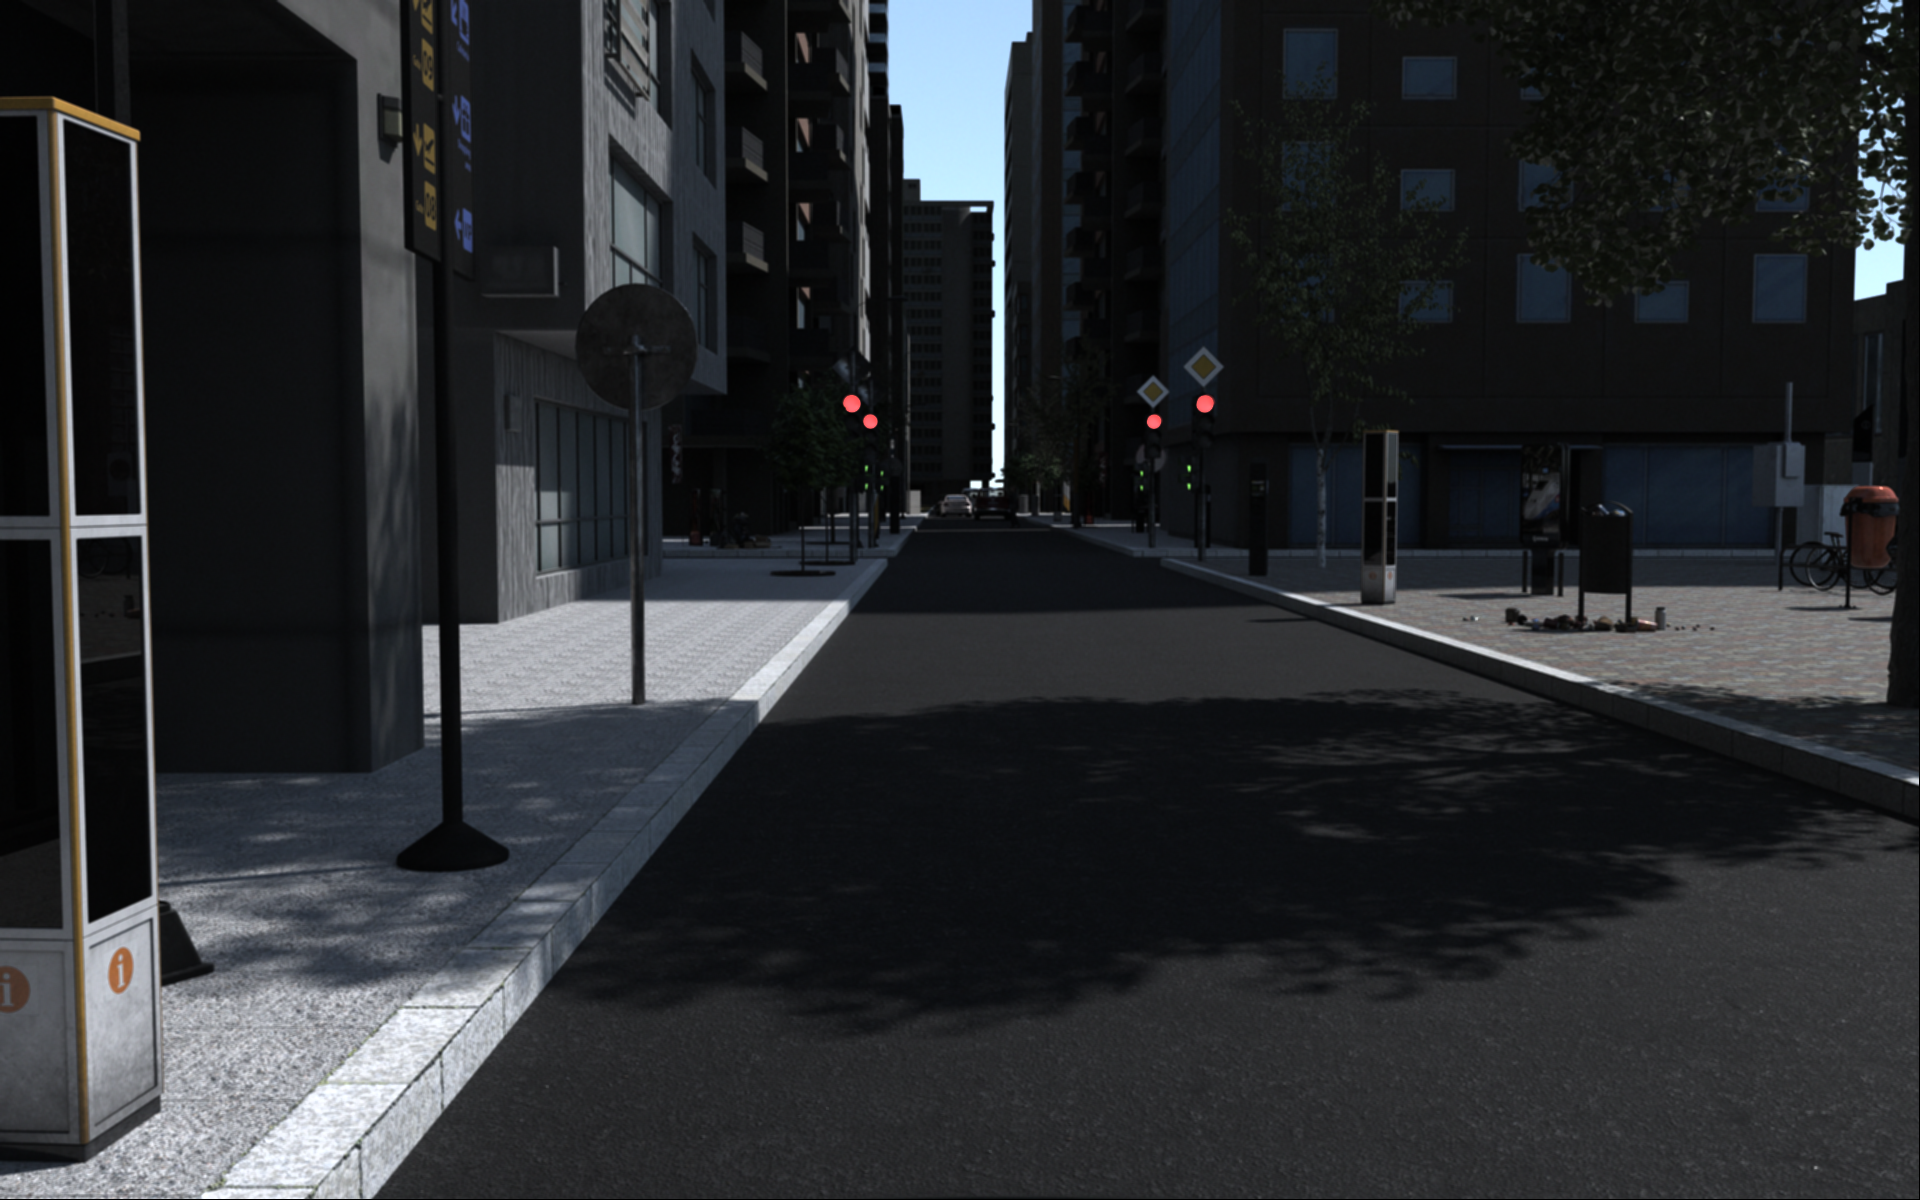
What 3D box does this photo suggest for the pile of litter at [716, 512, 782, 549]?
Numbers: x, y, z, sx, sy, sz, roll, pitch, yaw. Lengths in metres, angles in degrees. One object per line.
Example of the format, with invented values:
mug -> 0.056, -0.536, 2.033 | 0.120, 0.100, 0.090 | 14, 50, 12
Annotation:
pile of litter -> -4.972, -1.641, 40.802 | 1.719, 0.858, 1.176 | -2, 4, -24

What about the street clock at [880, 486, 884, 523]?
street clock -> -3.622, -4.500, 78.148 | 0.471, 2.002, 0.358 | 0, 4, 1

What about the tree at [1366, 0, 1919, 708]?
tree -> 5.460, -5.635, 10.258 | 7.486, 12.596, 7.792 | 0, 3, 0

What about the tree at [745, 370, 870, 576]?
tree -> -2.444, -1.996, 27.229 | 1.663, 3.219, 1.824 | 0, 3, 0

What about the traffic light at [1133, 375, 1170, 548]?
traffic light -> 4.532, -3.182, 40.950 | 0.839, 4.253, 0.868 | 0, 4, 0

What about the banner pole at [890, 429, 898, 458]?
banner pole -> -2.530, -4.667, 66.317 | 0.401, 3.779, 0.863 | 1, 4, 18

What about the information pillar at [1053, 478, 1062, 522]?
information pillar -> 4.552, -4.663, 80.728 | 0.304, 2.012, 0.304 | -1, 4, -20

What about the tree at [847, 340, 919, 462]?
tree -> -4.029, -8.145, 83.531 | 4.360, 8.622, 3.978 | 0, 3, 0

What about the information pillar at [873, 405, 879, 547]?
information pillar -> -2.079, -3.094, 41.946 | 0.183, 3.616, 0.504 | 1, 4, 11

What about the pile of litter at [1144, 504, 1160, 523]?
pile of litter -> 8.791, -3.924, 78.127 | 1.719, 0.858, 1.176 | 2, 4, 35

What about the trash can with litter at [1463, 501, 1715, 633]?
trash can with litter -> 5.978, -0.352, 16.816 | 1.678, 1.210, 2.233 | -3, 4, -37

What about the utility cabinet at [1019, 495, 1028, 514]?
utility cabinet -> 4.146, -6.227, 112.968 | 0.306, 1.237, 1.020 | -1, 4, -18

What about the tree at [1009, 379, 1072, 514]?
tree -> 5.285, -9.853, 111.460 | 4.360, 8.622, 3.978 | 0, 3, 0

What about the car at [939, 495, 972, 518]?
car -> -0.255, -5.790, 107.033 | 2.083, 1.381, 4.827 | 0, 4, -2

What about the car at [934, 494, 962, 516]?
car -> -0.696, -6.344, 113.505 | 2.009, 1.686, 4.222 | 0, 4, 0

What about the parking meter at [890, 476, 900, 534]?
parking meter -> -2.110, -3.070, 55.902 | 0.255, 1.863, 0.399 | -1, 4, -14

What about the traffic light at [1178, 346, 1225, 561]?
traffic light -> 4.596, -2.694, 32.966 | 0.839, 4.253, 0.868 | 0, 4, 0

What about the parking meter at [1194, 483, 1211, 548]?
parking meter -> 5.754, -1.999, 41.092 | 0.372, 1.533, 0.369 | 0, 3, 0

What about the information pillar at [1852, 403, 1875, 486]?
information pillar -> 23.388, -3.274, 44.887 | 0.183, 3.616, 0.504 | -3, 4, -36

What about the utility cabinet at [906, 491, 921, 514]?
utility cabinet -> -2.918, -6.080, 108.090 | 0.318, 1.500, 1.173 | 2, 4, 32

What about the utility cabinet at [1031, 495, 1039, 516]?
utility cabinet -> 4.331, -5.418, 99.751 | 0.306, 1.237, 1.020 | 1, 4, 11

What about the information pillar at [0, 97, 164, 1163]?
information pillar -> -1.812, 0.066, 3.410 | 0.304, 2.012, 0.304 | 0, 4, 3

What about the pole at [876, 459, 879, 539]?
pole -> -2.414, -3.384, 49.177 | 0.158, 3.312, 0.155 | 0, 3, 0

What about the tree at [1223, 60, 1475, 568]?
tree -> 6.352, -4.858, 29.785 | 4.737, 8.622, 4.395 | 0, 3, 0

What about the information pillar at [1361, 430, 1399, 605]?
information pillar -> 4.874, -0.956, 20.123 | 0.304, 2.012, 0.304 | 3, 5, 41

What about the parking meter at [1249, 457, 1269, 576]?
parking meter -> 4.697, -1.315, 27.213 | 0.255, 1.863, 0.399 | 1, 4, 17

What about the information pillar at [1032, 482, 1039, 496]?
information pillar -> 4.577, -6.147, 104.988 | 0.304, 2.012, 0.304 | 2, 4, 28

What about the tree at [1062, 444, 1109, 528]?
tree -> 4.798, -4.394, 66.451 | 1.663, 3.219, 1.824 | 0, 3, 0

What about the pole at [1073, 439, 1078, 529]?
pole -> 4.262, -4.275, 63.734 | 0.158, 3.312, 0.155 | 0, 3, 0

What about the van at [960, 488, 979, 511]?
van -> 0.730, -7.197, 124.683 | 2.013, 2.044, 4.112 | 0, 4, -2

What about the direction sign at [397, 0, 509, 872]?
direction sign -> -1.773, -0.854, 5.955 | 0.379, 3.537, 0.876 | 0, 4, -3

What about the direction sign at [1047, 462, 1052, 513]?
direction sign -> 6.010, -7.580, 115.935 | 0.379, 3.537, 0.876 | 0, 4, 2

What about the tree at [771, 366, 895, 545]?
tree -> -3.229, -3.727, 44.658 | 4.285, 4.588, 4.351 | 0, 3, 0

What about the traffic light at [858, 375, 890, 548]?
traffic light -> -2.079, -3.178, 40.881 | 0.839, 4.253, 0.868 | 0, 4, 0

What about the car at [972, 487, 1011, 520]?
car -> 1.800, -5.353, 96.199 | 2.281, 1.827, 5.304 | 0, 4, 0

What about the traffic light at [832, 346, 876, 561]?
traffic light -> -2.015, -2.690, 32.896 | 0.839, 4.253, 0.868 | 0, 4, 0

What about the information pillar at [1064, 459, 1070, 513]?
information pillar -> 7.066, -7.545, 114.707 | 0.183, 3.616, 0.504 | -3, 5, -41
